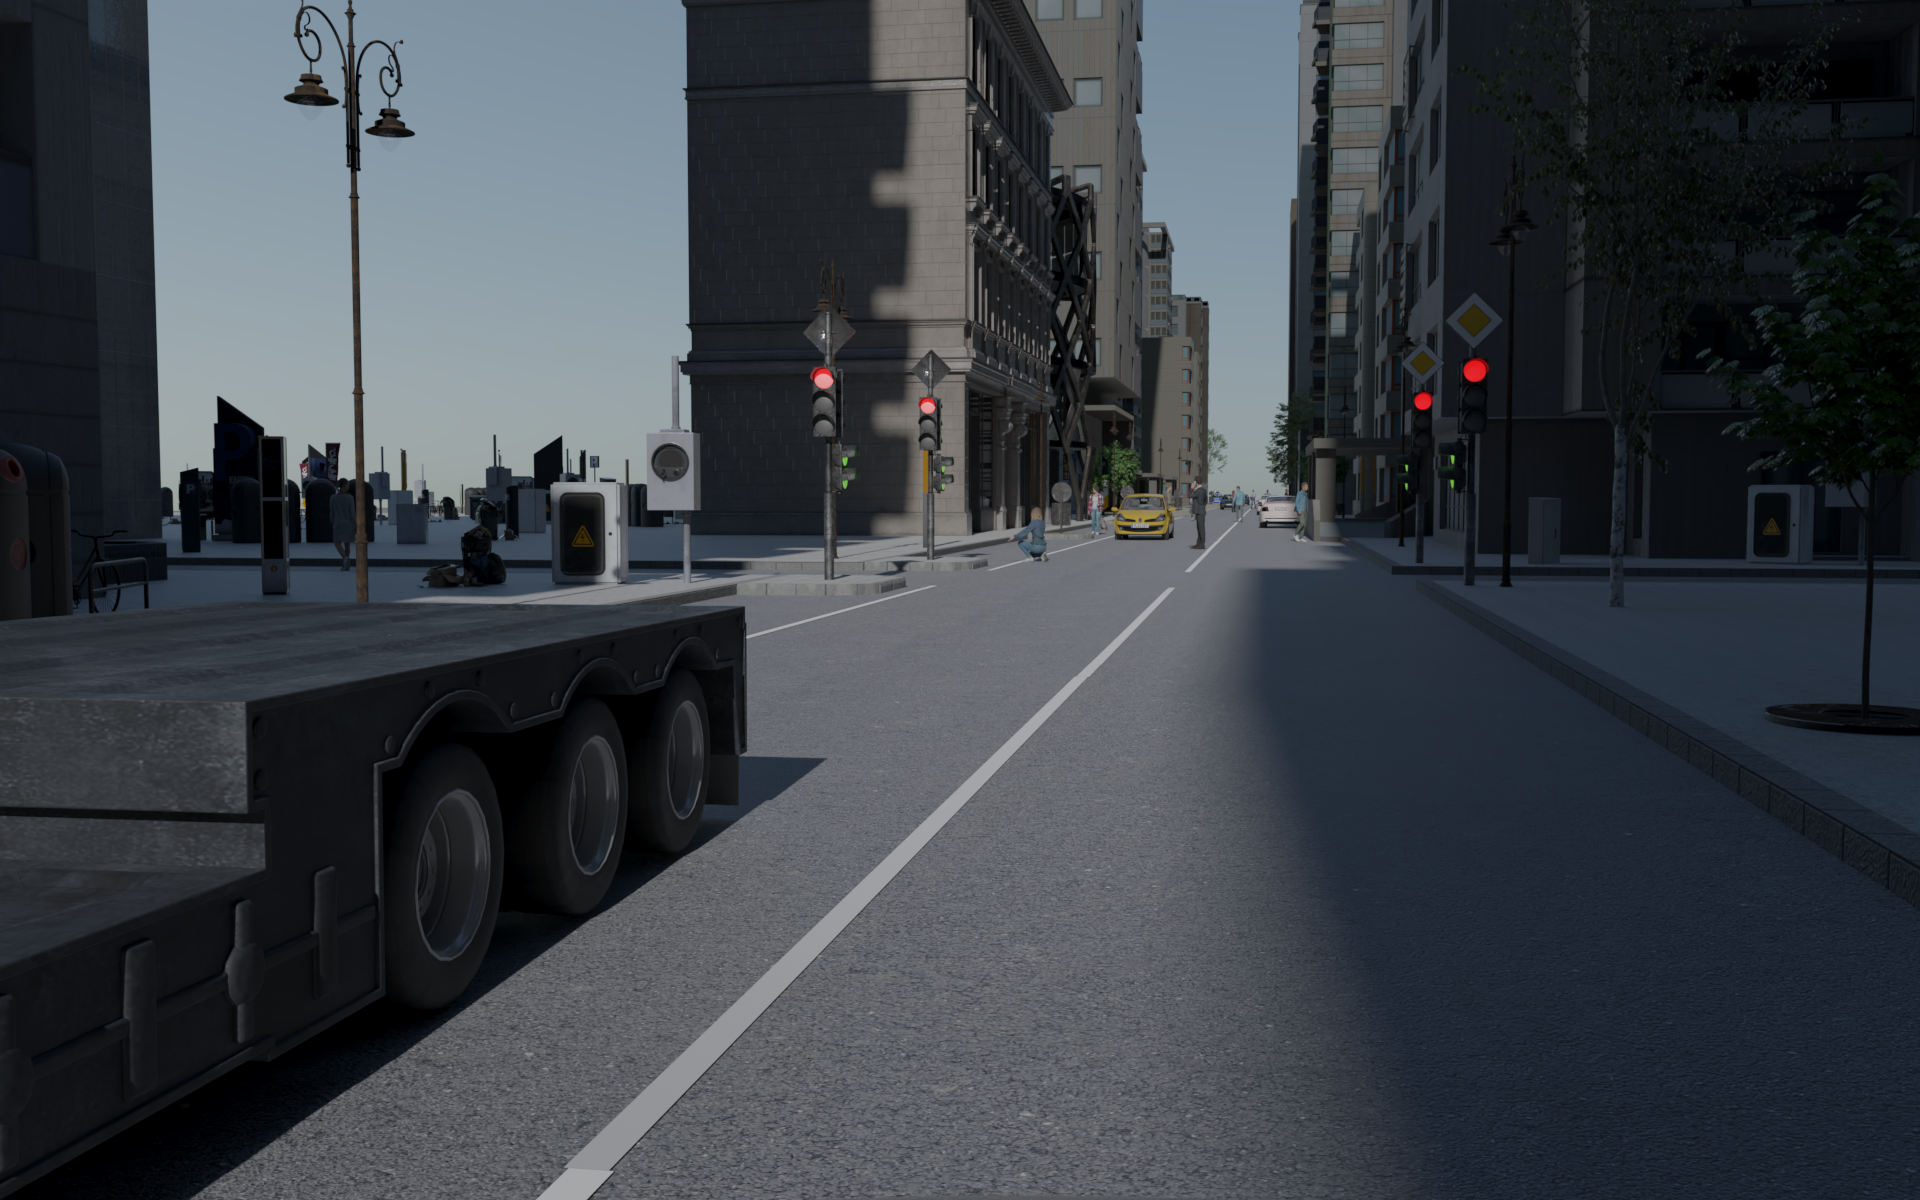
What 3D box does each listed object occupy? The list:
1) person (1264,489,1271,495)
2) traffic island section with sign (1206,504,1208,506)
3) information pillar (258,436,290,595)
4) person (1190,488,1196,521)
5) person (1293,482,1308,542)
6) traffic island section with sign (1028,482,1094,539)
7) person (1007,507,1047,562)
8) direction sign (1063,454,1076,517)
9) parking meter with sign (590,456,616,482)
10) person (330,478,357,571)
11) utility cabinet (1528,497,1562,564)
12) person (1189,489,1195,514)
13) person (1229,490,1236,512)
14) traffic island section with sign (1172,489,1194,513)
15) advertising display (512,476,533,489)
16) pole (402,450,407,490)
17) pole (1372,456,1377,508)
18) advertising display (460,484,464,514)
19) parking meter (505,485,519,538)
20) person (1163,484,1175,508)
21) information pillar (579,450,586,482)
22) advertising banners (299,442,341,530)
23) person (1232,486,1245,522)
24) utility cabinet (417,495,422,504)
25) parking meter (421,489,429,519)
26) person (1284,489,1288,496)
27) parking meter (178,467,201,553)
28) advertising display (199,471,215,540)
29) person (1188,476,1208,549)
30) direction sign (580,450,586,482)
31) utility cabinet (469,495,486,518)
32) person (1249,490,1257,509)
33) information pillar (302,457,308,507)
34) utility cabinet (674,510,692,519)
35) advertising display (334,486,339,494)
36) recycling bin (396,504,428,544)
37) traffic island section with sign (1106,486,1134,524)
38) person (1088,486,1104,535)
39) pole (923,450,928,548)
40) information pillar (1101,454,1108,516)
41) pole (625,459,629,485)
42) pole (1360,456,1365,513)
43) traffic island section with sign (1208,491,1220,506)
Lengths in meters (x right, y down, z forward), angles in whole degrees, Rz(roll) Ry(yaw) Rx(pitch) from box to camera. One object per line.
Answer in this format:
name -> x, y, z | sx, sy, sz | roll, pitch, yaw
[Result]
person -> 25.079, -8.112, 141.217 | 1.350, 1.814, 0.705 | 2, 4, 24
traffic island section with sign -> 21.371, -9.162, 158.433 | 1.989, 1.847, 2.006 | 1, 4, 10
information pillar -> -8.740, -1.076, 22.081 | 0.304, 2.012, 0.304 | -1, 4, -14
person -> 12.489, -5.029, 91.209 | 0.782, 1.767, 0.515 | -1, 4, -11
person -> 10.203, -2.625, 51.765 | 0.601, 1.785, 0.444 | -3, 5, -39
traffic island section with sign -> 3.283, -2.881, 55.729 | 1.989, 1.847, 2.006 | 1, 4, 10
person -> 1.452, -1.383, 36.610 | 1.012, 1.151, 0.738 | -3, 5, -43
direction sign -> 6.173, -6.461, 97.638 | 0.876, 3.537, 0.379 | 2, 4, 35
parking meter with sign -> -16.148, -5.097, 79.591 | 0.543, 3.016, 1.738 | 3, 4, 36
person -> -11.278, -1.377, 31.763 | 0.466, 1.731, 0.760 | -3, 4, -36
utility cabinet -> 10.811, -1.275, 32.001 | 0.306, 1.237, 1.020 | 3, 4, 36
person -> 16.682, -7.019, 123.397 | 0.705, 1.807, 1.348 | 2, 4, 29
person -> 21.648, -7.787, 136.534 | 1.217, 1.743, 0.721 | -2, 4, -35
traffic island section with sign -> 16.693, -7.539, 131.885 | 1.989, 1.847, 2.006 | 1, 4, 10
advertising display -> -15.723, -3.474, 62.011 | 0.123, 1.923, 0.974 | 3, 5, 40
pole -> -25.645, -5.267, 79.951 | 0.158, 3.312, 0.155 | 0, 3, 0
pole -> 18.725, -5.165, 78.290 | 0.158, 3.312, 0.155 | 0, 3, 0
advertising display -> -32.291, -6.546, 112.246 | 0.123, 1.923, 0.974 | -1, 4, -22
parking meter -> -13.043, -2.570, 50.434 | 0.372, 1.533, 0.369 | 0, 3, 0
person -> 6.969, -2.977, 57.719 | 0.362, 1.759, 0.519 | -1, 4, -17
information pillar -> -19.776, -6.088, 90.887 | 0.183, 3.616, 0.504 | 2, 4, 25
advertising banners -> -22.010, -3.827, 58.754 | 2.074, 3.025, 0.090 | 0, 4, 1
person -> 14.144, -4.862, 87.861 | 0.638, 1.841, 0.748 | 0, 4, 8
utility cabinet -> -32.032, -5.605, 102.808 | 0.306, 1.237, 1.020 | -1, 4, -12
parking meter -> -27.910, -5.016, 90.418 | 0.372, 1.533, 0.369 | 0, 3, 0
person -> 23.899, -7.216, 126.619 | 0.705, 1.807, 1.348 | 1, 4, 22
parking meter -> -16.905, -1.974, 37.992 | 0.399, 1.863, 0.255 | -2, 4, -32
advertising display -> -21.075, -2.616, 47.978 | 0.123, 1.923, 0.974 | 2, 4, 24
person -> 6.177, -2.276, 45.070 | 0.474, 1.900, 0.648 | 1, 4, 17
direction sign -> -19.394, -5.942, 89.153 | 0.379, 3.537, 0.876 | 0, 4, 2
utility cabinet -> -26.114, -5.061, 93.907 | 1.020, 1.237, 0.306 | 1, 4, 23
person -> 28.522, -9.802, 168.629 | 0.709, 1.838, 0.599 | -1, 4, -11
information pillar -> -38.696, -6.805, 102.617 | 0.504, 3.616, 0.183 | -1, 4, -14
utility cabinet -> -13.871, -4.826, 87.587 | 1.173, 1.500, 0.318 | -1, 4, -21
advertising display -> -29.034, -4.597, 80.371 | 0.123, 1.923, 0.974 | 0, 4, -2
recycling bin -> -14.195, -1.978, 44.899 | 0.722, 1.027, 0.722 | -1, 4, -11
traffic island section with sign -> 8.012, -4.523, 82.571 | 1.989, 1.847, 2.006 | 1, 4, 10
person -> 4.781, -3.144, 60.735 | 0.563, 1.720, 0.643 | 1, 4, 20
pole -> -0.788, -2.903, 41.308 | 0.158, 3.312, 0.155 | 0, 3, 0
information pillar -> 8.534, -6.792, 102.406 | 0.504, 3.616, 0.183 | -2, 4, -28
pole -> -19.459, -6.573, 101.315 | 0.158, 3.312, 0.155 | 0, 3, 0
pole -> 21.489, -6.033, 92.482 | 0.158, 3.312, 0.155 | 0, 3, 0
traffic island section with sign -> 31.100, -12.540, 213.653 | 1.989, 1.847, 2.006 | 1, 4, 10
